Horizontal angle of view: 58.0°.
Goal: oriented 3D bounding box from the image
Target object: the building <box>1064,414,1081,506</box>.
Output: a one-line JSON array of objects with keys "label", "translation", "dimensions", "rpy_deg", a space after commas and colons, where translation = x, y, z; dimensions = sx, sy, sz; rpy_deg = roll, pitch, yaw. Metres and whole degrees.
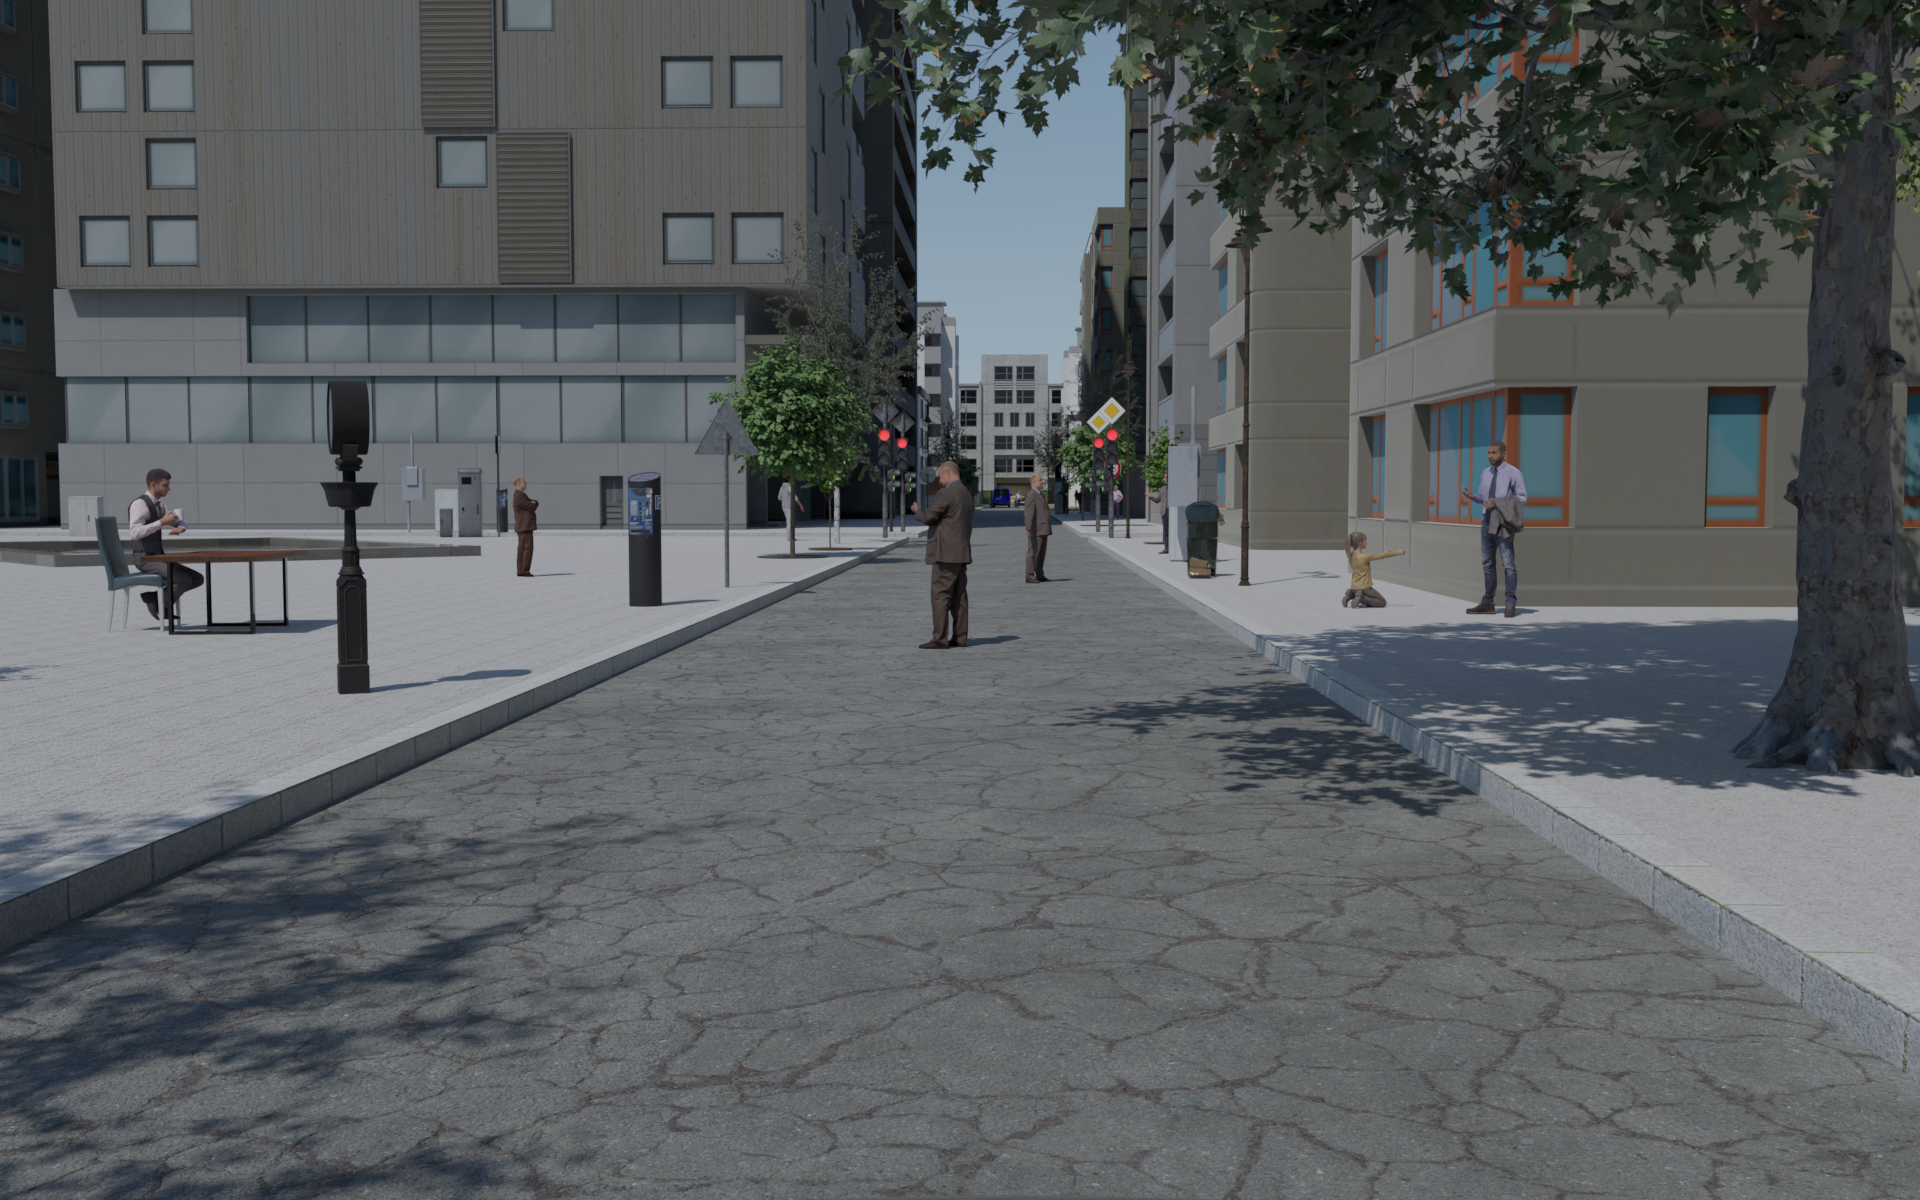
[{"label": "building", "translation": [15.919, -14.682, 182.205], "dimensions": [9.099, 9.664, 28.070], "rpy_deg": [0, 4, 2]}]

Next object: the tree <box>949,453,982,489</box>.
[{"label": "tree", "translation": [-0.156, -9.089, 132.326], "dimensions": [4.285, 4.588, 4.351], "rpy_deg": [0, 3, 0]}]

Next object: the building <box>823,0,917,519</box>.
[{"label": "building", "translation": [-13.684, -28.980, 97.525], "dimensions": [21.300, 48.544, 21.600], "rpy_deg": [0, 4, 2]}]

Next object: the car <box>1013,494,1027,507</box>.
[{"label": "car", "translation": [6.764, -10.894, 187.896], "dimensions": [2.009, 1.686, 4.222], "rpy_deg": [0, 4, 0]}]

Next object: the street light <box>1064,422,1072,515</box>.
[{"label": "street light", "translation": [6.672, -8.224, 107.258], "dimensions": [0.468, 5.910, 1.993], "rpy_deg": [0, 4, 2]}]

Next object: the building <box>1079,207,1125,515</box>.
[{"label": "building", "translation": [22.558, -16.730, 118.573], "dimensions": [27.650, 21.520, 28.899], "rpy_deg": [0, 4, 2]}]

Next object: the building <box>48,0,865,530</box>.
[{"label": "building", "translation": [-18.350, -29.590, 73.030], "dimensions": [28.713, 52.752, 27.495], "rpy_deg": [0, 4, 2]}]

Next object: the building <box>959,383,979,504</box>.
[{"label": "building", "translation": [-12.801, -22.093, 227.685], "dimensions": [31.486, 18.905, 16.747], "rpy_deg": [0, 4, 2]}]

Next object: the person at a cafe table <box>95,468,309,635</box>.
[{"label": "person at a cafe table", "translation": [-7.187, -0.473, 16.255], "dimensions": [1.622, 1.524, 1.698], "rpy_deg": [0, 4, -5]}]

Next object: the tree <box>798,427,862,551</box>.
[{"label": "tree", "translation": [-3.107, -2.750, 39.565], "dimensions": [1.663, 3.219, 1.824], "rpy_deg": [0, 3, 0]}]

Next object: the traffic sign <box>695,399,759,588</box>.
[{"label": "traffic sign", "translation": [-3.188, -1.447, 23.661], "dimensions": [0.884, 2.594, 0.081], "rpy_deg": [0, 4, 6]}]

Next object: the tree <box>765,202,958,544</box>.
[{"label": "tree", "translation": [-2.947, -5.747, 44.322], "dimensions": [4.360, 8.622, 3.978], "rpy_deg": [0, 3, 0]}]

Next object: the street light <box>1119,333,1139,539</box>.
[{"label": "street light", "translation": [4.851, -4.714, 49.856], "dimensions": [0.468, 5.910, 1.993], "rpy_deg": [0, 4, 2]}]

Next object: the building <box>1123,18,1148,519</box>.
[{"label": "building", "translation": [16.067, -19.867, 96.519], "dimensions": [14.160, 30.474, 14.107], "rpy_deg": [0, 4, 2]}]

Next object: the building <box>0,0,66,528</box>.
[{"label": "building", "translation": [-46.719, -27.356, 70.974], "dimensions": [21.600, 48.544, 21.300], "rpy_deg": [0, 4, 2]}]

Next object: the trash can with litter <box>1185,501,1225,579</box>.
[{"label": "trash can with litter", "translation": [3.771, -0.932, 26.623], "dimensions": [0.624, 1.170, 1.055], "rpy_deg": [0, 4, 7]}]

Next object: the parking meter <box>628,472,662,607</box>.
[{"label": "parking meter", "translation": [-3.606, -0.698, 19.824], "dimensions": [0.372, 1.533, 0.369], "rpy_deg": [0, 3, 0]}]

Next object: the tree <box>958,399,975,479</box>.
[{"label": "tree", "translation": [-0.774, -10.782, 126.643], "dimensions": [4.360, 8.622, 3.978], "rpy_deg": [0, 3, 0]}]

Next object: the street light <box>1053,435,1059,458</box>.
[{"label": "street light", "translation": [7.343, -9.770, 132.533], "dimensions": [0.468, 5.910, 1.993], "rpy_deg": [0, 4, 2]}]

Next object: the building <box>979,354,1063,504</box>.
[{"label": "building", "translation": [18.687, -22.067, 227.256], "dimensions": [31.486, 18.905, 16.747], "rpy_deg": [0, 4, 2]}]

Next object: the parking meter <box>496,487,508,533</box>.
[{"label": "parking meter", "translation": [-15.315, -3.029, 57.932], "dimensions": [0.372, 1.533, 0.369], "rpy_deg": [0, 3, 0]}]

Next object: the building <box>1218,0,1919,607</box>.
[{"label": "building", "translation": [20.317, -11.500, 33.061], "dimensions": [27.650, 21.520, 28.899], "rpy_deg": [0, 4, 2]}]

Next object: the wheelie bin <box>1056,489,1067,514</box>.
[{"label": "wheelie bin", "translation": [6.663, -6.449, 113.341], "dimensions": [0.693, 1.594, 0.980], "rpy_deg": [1, 4, 13]}]

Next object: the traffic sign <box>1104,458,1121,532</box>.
[{"label": "traffic sign", "translation": [5.092, -3.594, 58.867], "dimensions": [0.768, 2.556, 0.104], "rpy_deg": [0, 4, 5]}]

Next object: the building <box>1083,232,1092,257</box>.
[{"label": "building", "translation": [24.604, -18.794, 151.249], "dimensions": [27.936, 21.610, 32.646], "rpy_deg": [0, 4, 2]}]

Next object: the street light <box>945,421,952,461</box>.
[{"label": "street light", "translation": [-0.744, -8.408, 110.260], "dimensions": [0.468, 5.910, 1.993], "rpy_deg": [0, 4, 2]}]

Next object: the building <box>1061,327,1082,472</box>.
[{"label": "building", "translation": [19.834, -21.103, 201.460], "dimensions": [16.016, 20.091, 11.380], "rpy_deg": [0, 4, 2]}]

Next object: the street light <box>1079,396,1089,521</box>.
[{"label": "street light", "translation": [5.841, -6.688, 82.136], "dimensions": [0.468, 5.910, 1.993], "rpy_deg": [0, 4, 2]}]

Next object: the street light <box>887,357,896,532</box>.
[{"label": "street light", "translation": [-2.334, -5.252, 58.663], "dimensions": [0.468, 5.910, 1.993], "rpy_deg": [0, 4, 2]}]

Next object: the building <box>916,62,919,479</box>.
[{"label": "building", "translation": [-10.140, -28.457, 115.387], "dimensions": [14.600, 45.320, 14.200], "rpy_deg": [0, 4, 2]}]

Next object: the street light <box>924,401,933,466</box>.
[{"label": "street light", "translation": [-1.562, -6.849, 84.772], "dimensions": [0.468, 5.910, 1.993], "rpy_deg": [0, 4, 2]}]

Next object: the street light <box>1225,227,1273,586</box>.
[{"label": "street light", "translation": [3.981, -3.135, 24.052], "dimensions": [0.468, 5.910, 1.993], "rpy_deg": [0, 4, 2]}]

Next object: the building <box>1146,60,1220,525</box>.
[{"label": "building", "translation": [22.363, -32.227, 68.911], "dimensions": [28.212, 58.520, 21.231], "rpy_deg": [0, 4, 2]}]

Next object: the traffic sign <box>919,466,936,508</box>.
[{"label": "traffic sign", "translation": [-1.486, -4.869, 79.715], "dimensions": [0.768, 2.556, 0.104], "rpy_deg": [0, 4, 4]}]

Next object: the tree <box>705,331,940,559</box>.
[{"label": "tree", "translation": [-3.317, -3.124, 34.788], "dimensions": [4.285, 4.588, 4.351], "rpy_deg": [0, 3, 0]}]

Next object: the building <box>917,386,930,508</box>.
[{"label": "building", "translation": [-7.103, -12.618, 148.451], "dimensions": [9.099, 9.664, 28.070], "rpy_deg": [0, 4, 2]}]

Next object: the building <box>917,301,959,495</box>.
[{"label": "building", "translation": [-8.084, -19.050, 167.890], "dimensions": [16.016, 20.091, 11.380], "rpy_deg": [0, 4, 2]}]
